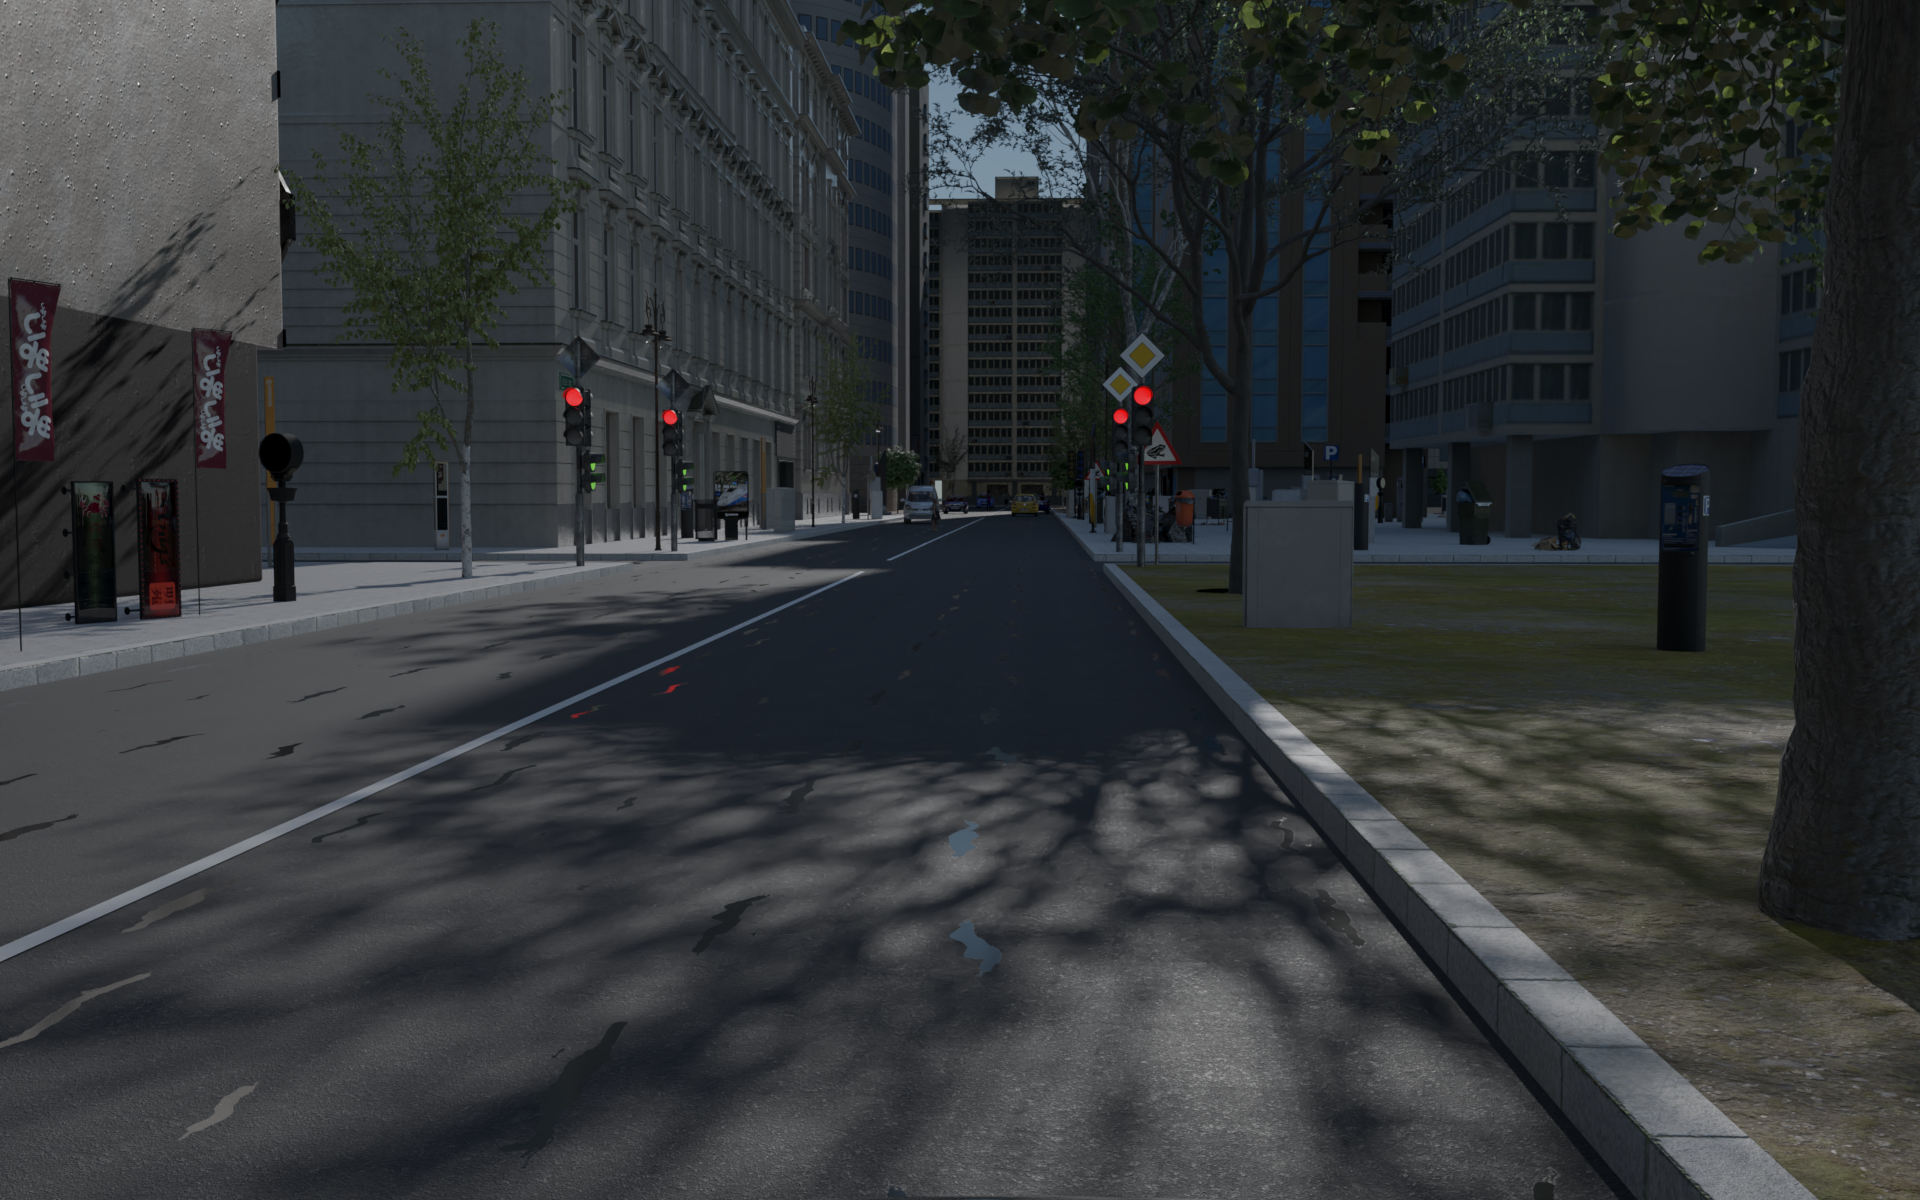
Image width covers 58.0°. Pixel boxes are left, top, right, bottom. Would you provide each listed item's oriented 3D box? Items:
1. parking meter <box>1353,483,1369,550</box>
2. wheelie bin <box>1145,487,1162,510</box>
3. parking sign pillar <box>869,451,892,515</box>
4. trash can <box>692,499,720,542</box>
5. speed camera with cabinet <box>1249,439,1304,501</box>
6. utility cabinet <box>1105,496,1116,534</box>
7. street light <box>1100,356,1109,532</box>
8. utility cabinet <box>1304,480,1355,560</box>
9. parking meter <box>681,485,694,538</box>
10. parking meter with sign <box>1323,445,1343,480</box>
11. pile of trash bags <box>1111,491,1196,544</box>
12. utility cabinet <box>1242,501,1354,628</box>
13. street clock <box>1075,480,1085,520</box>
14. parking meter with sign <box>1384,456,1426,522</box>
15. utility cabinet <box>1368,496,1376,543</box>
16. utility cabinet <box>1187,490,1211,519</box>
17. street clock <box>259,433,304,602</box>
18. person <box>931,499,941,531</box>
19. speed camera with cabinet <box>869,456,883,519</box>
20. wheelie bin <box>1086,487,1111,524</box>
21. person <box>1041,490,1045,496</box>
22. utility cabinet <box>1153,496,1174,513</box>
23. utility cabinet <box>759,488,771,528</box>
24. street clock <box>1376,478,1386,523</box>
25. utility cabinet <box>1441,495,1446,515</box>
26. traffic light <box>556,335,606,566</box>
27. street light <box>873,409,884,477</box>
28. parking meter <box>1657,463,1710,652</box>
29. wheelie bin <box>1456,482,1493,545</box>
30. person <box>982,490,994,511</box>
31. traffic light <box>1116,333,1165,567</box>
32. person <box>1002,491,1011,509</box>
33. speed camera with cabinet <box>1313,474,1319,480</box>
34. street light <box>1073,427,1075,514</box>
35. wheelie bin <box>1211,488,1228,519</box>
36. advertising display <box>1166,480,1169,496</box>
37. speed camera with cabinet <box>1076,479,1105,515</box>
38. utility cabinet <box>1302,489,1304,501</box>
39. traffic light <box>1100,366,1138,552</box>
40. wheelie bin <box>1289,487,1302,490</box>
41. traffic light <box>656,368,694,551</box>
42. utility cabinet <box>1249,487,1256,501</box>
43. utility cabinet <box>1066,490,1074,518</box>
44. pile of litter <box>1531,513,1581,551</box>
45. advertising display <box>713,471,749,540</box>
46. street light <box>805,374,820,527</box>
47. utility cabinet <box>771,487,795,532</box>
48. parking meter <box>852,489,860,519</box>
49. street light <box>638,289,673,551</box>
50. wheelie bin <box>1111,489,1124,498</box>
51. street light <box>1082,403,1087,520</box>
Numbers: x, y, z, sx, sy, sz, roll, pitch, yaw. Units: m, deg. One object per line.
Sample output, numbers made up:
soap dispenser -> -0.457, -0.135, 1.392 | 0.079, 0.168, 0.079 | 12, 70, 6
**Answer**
parking meter -> 9.148, -1.906, 39.572 | 0.372, 1.533, 0.369 | 0, 3, 0
wheelie bin -> 8.358, -4.101, 74.964 | 0.693, 1.594, 0.980 | 2, 4, 24
parking sign pillar -> -4.924, -7.235, 106.769 | 1.447, 3.967, 1.447 | 1, 4, 16
trash can -> -6.879, -2.159, 46.958 | 0.748, 1.137, 0.748 | 0, 3, 0
speed camera with cabinet -> 11.272, -4.164, 62.420 | 2.038, 3.252, 0.660 | 1, 4, 13
utility cabinet -> 4.835, -2.717, 55.582 | 0.306, 1.237, 1.020 | 0, 4, 2
street light -> 4.926, -5.228, 58.263 | 0.468, 5.910, 1.993 | 0, 4, 3
utility cabinet -> 5.912, -1.160, 27.637 | 0.318, 1.500, 1.173 | -1, 4, -12
parking meter -> -7.946, -2.571, 50.442 | 0.372, 1.533, 0.369 | 0, 3, 0
parking meter with sign -> 13.530, -4.046, 62.409 | 0.543, 3.016, 1.738 | 2, 4, 23
pile of trash bags -> 5.343, -2.191, 45.582 | 1.912, 1.369, 3.447 | -1, 4, -17
utility cabinet -> 3.250, -0.338, 16.691 | 1.020, 1.237, 0.306 | 0, 4, 5
street clock -> 5.997, -5.026, 86.745 | 0.471, 2.002, 0.358 | 3, 4, 39
parking meter with sign -> 20.332, -5.073, 79.211 | 1.738, 3.016, 0.543 | 0, 4, 5
utility cabinet -> 10.563, -2.091, 45.344 | 0.306, 1.237, 1.020 | 2, 4, 32
utility cabinet -> 12.095, -4.825, 87.570 | 1.173, 1.500, 0.318 | 2, 4, 27
street clock -> -8.077, -0.984, 20.657 | 0.471, 2.002, 0.358 | 1, 4, 18
person -> -0.935, -3.341, 67.800 | 0.373, 1.253, 0.362 | 2, 4, 27
speed camera with cabinet -> -4.333, -5.805, 89.253 | 0.660, 3.252, 2.038 | 0, 4, -6
wheelie bin -> 5.926, -4.107, 75.054 | 0.980, 1.594, 0.693 | 1, 4, 9
person -> 7.315, -8.931, 154.529 | 0.705, 1.822, 1.348 | -2, 4, -27
utility cabinet -> 6.573, -2.646, 54.422 | 1.020, 1.237, 0.306 | 1, 4, 9
utility cabinet -> -6.908, -3.406, 64.375 | 1.173, 1.500, 0.318 | -3, 5, -43
street clock -> 18.527, -4.385, 76.269 | 0.358, 2.002, 0.471 | 3, 5, 42
utility cabinet -> 29.849, -5.811, 106.165 | 0.306, 1.237, 1.020 | 3, 5, 39
traffic light -> -6.744, -2.557, 30.731 | 0.839, 4.253, 0.868 | 0, 4, 3
street light -> -4.418, -7.413, 93.997 | 0.468, 5.910, 1.993 | 0, 4, 3
parking meter -> 5.935, -0.355, 14.213 | 0.372, 1.533, 0.369 | 0, 3, 0
wheelie bin -> 12.968, -2.195, 43.798 | 0.980, 1.594, 0.693 | -2, 4, -31
person -> 2.387, -8.182, 142.958 | 1.217, 1.739, 0.721 | 1, 4, 14
traffic light -> 3.158, -2.531, 30.307 | 0.839, 4.253, 0.868 | 0, 4, 3
person -> 4.619, -9.920, 171.480 | 1.217, 1.735, 0.721 | -3, 4, -38
speed camera with cabinet -> 15.206, -5.145, 78.451 | 2.038, 3.252, 0.660 | 0, 4, -5
street light -> 7.445, -8.543, 112.473 | 0.468, 5.910, 1.993 | 0, 4, 3
wheelie bin -> 13.370, -4.967, 89.118 | 0.980, 1.594, 0.693 | -2, 4, -24
advertising display -> 9.517, -4.538, 79.409 | 0.123, 1.923, 0.974 | 0, 4, 6
speed camera with cabinet -> 8.023, -6.846, 106.274 | 2.038, 3.252, 0.660 | 3, 5, 45
utility cabinet -> 14.237, -3.699, 69.164 | 1.173, 1.500, 0.318 | 3, 4, 36
traffic light -> 3.514, -3.019, 38.284 | 0.839, 4.253, 0.868 | 0, 4, 3
wheelie bin -> 14.650, -4.158, 75.884 | 0.980, 1.594, 0.693 | -2, 4, -31
traffic light -> -6.388, -3.045, 38.708 | 0.839, 4.253, 0.868 | 0, 4, 3
utility cabinet -> 9.039, -2.764, 53.872 | 0.318, 1.500, 1.173 | 0, 4, 7
utility cabinet -> 5.890, -5.145, 92.796 | 0.318, 1.500, 1.173 | 0, 4, -3
pile of litter -> 13.672, -1.578, 39.759 | 1.176, 0.858, 1.719 | 3, 5, 44
advertising display -> -6.349, -2.621, 48.063 | 0.974, 1.923, 0.123 | -1, 4, -17
street light -> -5.660, -5.739, 66.623 | 0.468, 5.910, 1.993 | 0, 4, 3
utility cabinet -> -5.862, -3.013, 57.948 | 0.318, 1.500, 1.173 | 1, 4, 16
parking meter -> -5.326, -4.915, 88.769 | 0.372, 1.533, 0.369 | 0, 3, 0
street light -> -6.859, -4.061, 39.186 | 0.468, 5.910, 1.993 | 0, 4, 3
wheelie bin -> 6.978, -4.295, 78.124 | 0.980, 1.594, 0.693 | -3, 5, -41
street light -> 6.091, -6.884, 85.339 | 0.468, 5.910, 1.993 | 0, 4, 3
